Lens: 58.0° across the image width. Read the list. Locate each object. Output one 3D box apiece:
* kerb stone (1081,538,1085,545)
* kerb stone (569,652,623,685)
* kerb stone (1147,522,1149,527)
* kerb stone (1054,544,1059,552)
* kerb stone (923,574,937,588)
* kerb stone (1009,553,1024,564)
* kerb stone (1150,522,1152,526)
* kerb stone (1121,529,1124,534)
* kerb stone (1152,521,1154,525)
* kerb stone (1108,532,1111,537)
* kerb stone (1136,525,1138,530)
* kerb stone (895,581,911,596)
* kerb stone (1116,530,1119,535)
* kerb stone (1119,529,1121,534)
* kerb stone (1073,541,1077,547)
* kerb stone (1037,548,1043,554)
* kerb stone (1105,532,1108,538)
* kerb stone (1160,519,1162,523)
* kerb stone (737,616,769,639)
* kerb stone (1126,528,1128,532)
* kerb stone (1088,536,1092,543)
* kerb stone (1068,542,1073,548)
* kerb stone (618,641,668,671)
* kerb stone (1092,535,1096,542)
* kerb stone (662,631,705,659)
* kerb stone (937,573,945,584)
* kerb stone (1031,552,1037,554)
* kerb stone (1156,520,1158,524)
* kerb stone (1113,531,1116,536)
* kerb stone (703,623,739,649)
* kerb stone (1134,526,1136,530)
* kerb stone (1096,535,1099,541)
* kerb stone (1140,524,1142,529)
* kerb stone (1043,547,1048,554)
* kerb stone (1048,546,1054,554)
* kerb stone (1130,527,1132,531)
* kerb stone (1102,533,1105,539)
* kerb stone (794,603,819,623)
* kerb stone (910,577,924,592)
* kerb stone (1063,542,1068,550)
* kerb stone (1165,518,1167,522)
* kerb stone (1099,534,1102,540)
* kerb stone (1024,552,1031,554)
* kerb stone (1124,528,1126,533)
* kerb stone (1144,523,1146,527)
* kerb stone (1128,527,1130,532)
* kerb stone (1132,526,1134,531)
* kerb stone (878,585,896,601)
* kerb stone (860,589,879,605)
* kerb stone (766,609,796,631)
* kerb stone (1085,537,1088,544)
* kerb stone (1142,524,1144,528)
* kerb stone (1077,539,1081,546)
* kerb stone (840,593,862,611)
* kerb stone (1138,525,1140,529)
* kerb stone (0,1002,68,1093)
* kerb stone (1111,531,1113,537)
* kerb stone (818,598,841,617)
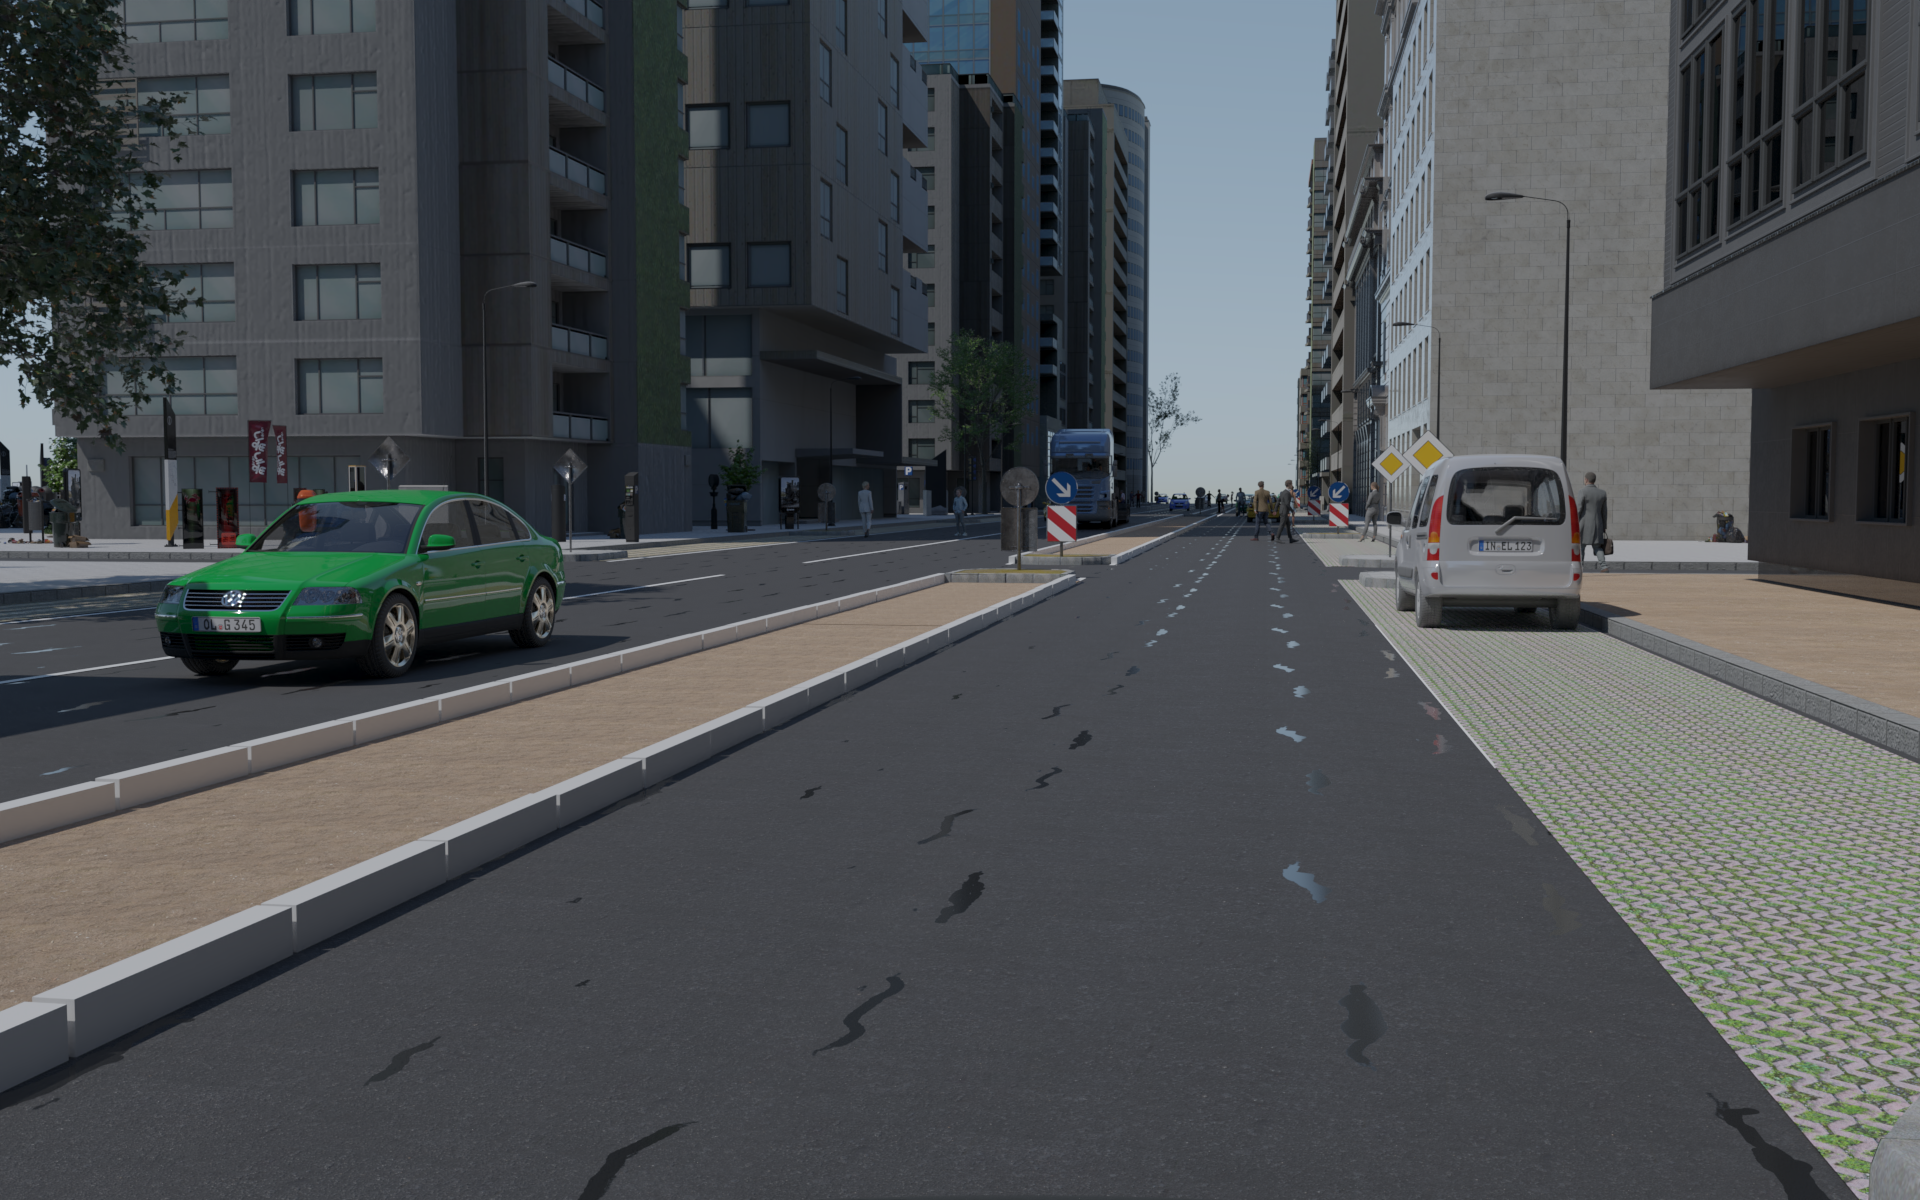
[{"bbox_3d":[3.294,-1.595,48.269,0.120,0.150,1.000,1,4,10],"label":"kerb stone"},{"bbox_3d":[-2.857,0.540,13.362,0.120,0.150,1.000,1,4,10],"label":"kerb stone"},{"bbox_3d":[7.924,-3.200,74.507,0.120,0.150,1.000,1,4,10],"label":"kerb stone"},{"bbox_3d":[2.225,-1.224,42.208,0.120,0.150,1.000,1,4,10],"label":"kerb stone"},{"bbox_3d":[-0.544,-0.263,26.504,0.120,0.150,1.000,1,4,10],"label":"kerb stone"},{"bbox_3d":[1.150,-0.850,36.126,0.120,0.150,1.000,1,4,10],"label":"kerb stone"},{"bbox_3d":[8.272,-3.323,76.538,0.120,0.150,1.000,1,4,10],"label":"kerb stone"},{"bbox_3d":[5.612,-2.398,61.400,0.120,0.150,1.000,1,4,10],"label":"kerb stone"},{"bbox_3d":[8.459,-3.384,77.545,0.120,0.150,1.000,1,4,10],"label":"kerb stone"},{"bbox_3d":[4.719,-2.088,56.340,0.120,0.150,1.000,1,4,10],"label":"kerb stone"},{"bbox_3d":[6.853,-2.828,68.462,0.120,0.150,1.000,1,4,10],"label":"kerb stone"},{"bbox_3d":[-0.895,-0.136,24.487,0.120,0.150,1.000,1,4,10],"label":"kerb stone"},{"bbox_3d":[5.250,-2.274,59.376,0.120,0.150,1.000,1,4,10],"label":"kerb stone"},{"bbox_3d":[5.434,-2.330,60.384,0.120,0.150,1.000,1,4,10],"label":"kerb stone"},{"bbox_3d":[2.943,-1.472,46.255,0.120,0.150,1.000,1,4,10],"label":"kerb stone"},{"bbox_3d":[1.698,-1.039,39.181,0.120,0.150,1.000,1,4,10],"label":"kerb stone"},{"bbox_3d":[4.541,-2.024,55.334,0.120,0.150,1.000,1,4,10],"label":"kerb stone"},{"bbox_3d":[9.522,-3.752,83.587,0.120,0.150,1.000,1,4,10],"label":"kerb stone"},{"bbox_3d":[-2.148,0.293,17.405,0.120,0.150,1.000,1,4,10],"label":"kerb stone"},{"bbox_3d":[5.968,-2.520,63.415,0.120,0.150,1.000,1,4,10],"label":"kerb stone"},{"bbox_3d":[3.658,-1.718,50.288,0.120,0.150,1.000,1,4,10],"label":"kerb stone"},{"bbox_3d":[2.767,-1.403,45.249,0.120,0.150,1.000,1,4,10],"label":"kerb stone"},{"bbox_3d":[-2.677,0.478,14.378,0.120,0.150,1.000,1,4,10],"label":"kerb stone"},{"bbox_3d":[3.831,-1.775,51.296,0.120,0.150,1.000,1,4,10],"label":"kerb stone"},{"bbox_3d":[-2.510,0.416,15.386,0.120,0.150,1.000,1,4,10],"label":"kerb stone"},{"bbox_3d":[-0.369,-0.326,27.524,0.120,0.150,1.000,1,4,10],"label":"kerb stone"},{"bbox_3d":[1.516,-0.976,38.158,0.120,0.150,1.000,1,4,10],"label":"kerb stone"},{"bbox_3d":[8.982,-3.570,80.567,0.120,0.150,1.000,1,4,10],"label":"kerb stone"},{"bbox_3d":[5.074,-2.211,58.365,0.120,0.150,1.000,1,4,10],"label":"kerb stone"},{"bbox_3d":[-2.324,0.357,16.392,0.120,0.150,1.000,1,4,10],"label":"kerb stone"},{"bbox_3d":[6.673,-2.764,67.453,0.120,0.150,1.000,1,4,10],"label":"kerb stone"},{"bbox_3d":[4.012,-1.842,52.311,0.120,0.150,1.000,1,4,10],"label":"kerb stone"},{"bbox_3d":[7.216,-2.953,70.473,0.120,0.150,1.000,1,4,10],"label":"kerb stone"},{"bbox_3d":[1.869,-1.101,40.189,0.120,0.150,1.000,1,4,10],"label":"kerb stone"},{"bbox_3d":[2.044,-1.162,41.196,0.120,0.150,1.000,1,4,10],"label":"kerb stone"},{"bbox_3d":[6.322,-2.644,65.428,0.120,0.150,1.000,1,4,10],"label":"kerb stone"},{"bbox_3d":[4.365,-1.965,54.327,0.120,0.150,1.000,1,4,10],"label":"kerb stone"},{"bbox_3d":[-1.795,0.169,19.437,0.120,0.150,1.000,1,4,10],"label":"kerb stone"},{"bbox_3d":[-0.719,-0.202,25.494,0.120,0.150,1.000,1,4,10],"label":"kerb stone"},{"bbox_3d":[2.581,-1.345,44.237,0.120,0.150,1.000,1,4,10],"label":"kerb stone"},{"bbox_3d":[10.231,-4.001,87.613,0.120,0.150,1.000,1,4,10],"label":"kerb stone"},{"bbox_3d":[4.184,-1.904,53.319,0.120,0.150,1.000,1,4,10],"label":"kerb stone"},{"bbox_3d":[1.334,-0.914,37.143,0.120,0.150,1.000,1,4,10],"label":"kerb stone"},{"bbox_3d":[5.784,-2.459,62.407,0.120,0.150,1.000,1,4,10],"label":"kerb stone"},{"bbox_3d":[7.565,-3.076,72.487,0.120,0.150,1.000,1,4,10],"label":"kerb stone"},{"bbox_3d":[6.146,-2.582,64.422,0.120,0.150,1.000,1,4,10],"label":"kerb stone"},{"bbox_3d":[6.500,-2.706,66.446,0.120,0.150,1.000,1,4,10],"label":"kerb stone"},{"bbox_3d":[-1.070,-0.076,23.480,0.120,0.150,1.000,1,4,10],"label":"kerb stone"},{"bbox_3d":[-1.257,-0.017,22.474,0.120,0.150,1.000,1,4,10],"label":"kerb stone"},{"bbox_3d":[-1.968,0.230,18.429,0.120,0.150,1.000,1,4,10],"label":"kerb stone"},{"bbox_3d":[3.470,-1.655,49.284,0.120,0.150,1.000,1,4,10],"label":"kerb stone"},{"bbox_3d":[7.384,-3.014,71.482,0.120,0.150,1.000,1,4,10],"label":"kerb stone"},{"bbox_3d":[3.121,-1.529,47.262,0.120,0.150,1.000,1,4,10],"label":"kerb stone"},{"bbox_3d":[-1.425,0.045,21.456,0.120,0.150,1.000,1,4,10],"label":"kerb stone"},{"bbox_3d":[7.033,-2.890,69.468,0.120,0.150,1.000,1,4,10],"label":"kerb stone"},{"bbox_3d":[-2.401,1.125,3.896,0.120,0.150,1.000,1,4,10],"label":"kerb stone"},{"bbox_3d":[4.891,-2.150,57.351,0.120,0.150,1.000,1,4,10],"label":"kerb stone"},{"bbox_3d":[-1.613,0.110,20.443,0.120,0.150,1.000,1,4,10],"label":"kerb stone"}]
